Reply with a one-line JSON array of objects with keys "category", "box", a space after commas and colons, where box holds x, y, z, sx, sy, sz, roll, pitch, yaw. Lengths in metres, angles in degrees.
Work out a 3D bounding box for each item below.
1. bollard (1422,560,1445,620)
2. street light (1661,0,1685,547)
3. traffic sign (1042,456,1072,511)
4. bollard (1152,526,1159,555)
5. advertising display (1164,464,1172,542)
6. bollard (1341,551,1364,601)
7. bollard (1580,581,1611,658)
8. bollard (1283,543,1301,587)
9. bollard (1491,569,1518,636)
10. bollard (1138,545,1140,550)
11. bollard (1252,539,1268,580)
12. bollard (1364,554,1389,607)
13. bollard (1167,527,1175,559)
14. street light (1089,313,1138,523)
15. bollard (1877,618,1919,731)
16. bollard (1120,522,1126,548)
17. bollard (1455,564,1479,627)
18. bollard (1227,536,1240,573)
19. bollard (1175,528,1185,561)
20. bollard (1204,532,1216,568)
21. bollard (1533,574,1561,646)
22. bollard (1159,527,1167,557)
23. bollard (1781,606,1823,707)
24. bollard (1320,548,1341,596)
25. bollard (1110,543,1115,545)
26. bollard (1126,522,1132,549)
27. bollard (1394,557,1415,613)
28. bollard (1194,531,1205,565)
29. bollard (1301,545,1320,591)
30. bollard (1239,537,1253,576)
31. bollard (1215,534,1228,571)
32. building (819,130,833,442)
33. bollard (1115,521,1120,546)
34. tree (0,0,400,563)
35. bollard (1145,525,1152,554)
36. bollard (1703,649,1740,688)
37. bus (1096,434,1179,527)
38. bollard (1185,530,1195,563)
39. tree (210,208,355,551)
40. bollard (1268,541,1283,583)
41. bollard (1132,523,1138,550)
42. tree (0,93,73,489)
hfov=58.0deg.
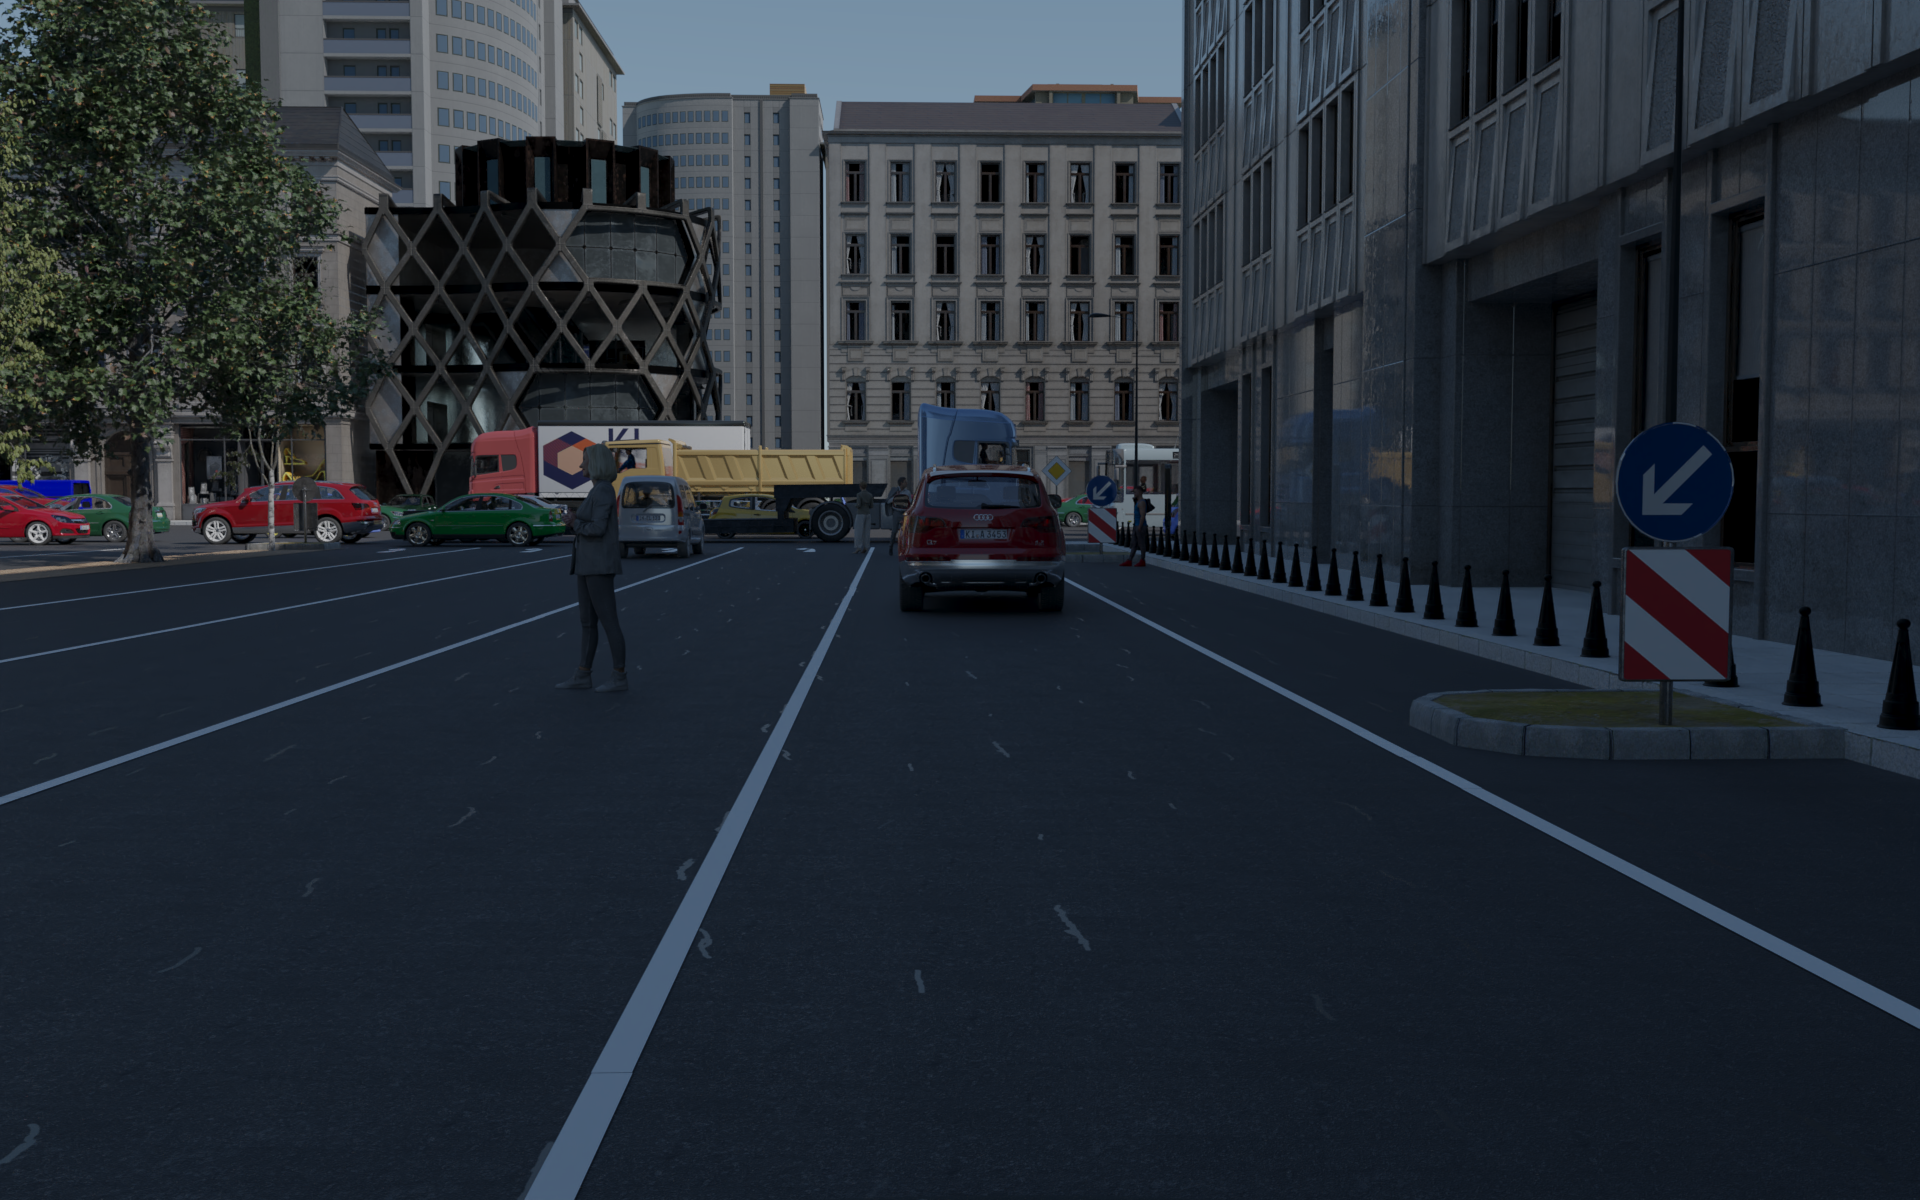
[{"category": "bollard", "box": [4.866, -0.106, 17.767, 0.229, 0.601, 0.229, 0, 3, 0]}, {"category": "street light", "box": [5.053, -2.508, 13.543, 1.470, 5.913, 1.316, 0, 4, -2]}, {"category": "traffic sign", "box": [2.529, -2.556, 45.435, 0.795, 2.450, 0.064, 0, 4, -2]}, {"category": "bollard", "box": [4.220, -1.242, 36.355, 0.229, 0.601, 0.229, 0, 3, 0]}, {"category": "advertising display", "box": [4.515, -1.980, 37.583, 0.123, 1.923, 0.974, 1, 4, 8]}, {"category": "bollard", "box": [4.759, -0.294, 20.847, 0.229, 0.601, 0.229, 0, 3, 0]}, {"category": "bollard", "box": [5.009, 0.147, 13.640, 0.229, 0.601, 0.229, 0, 3, 0]}, {"category": "bollard", "box": [4.651, -0.485, 23.965, 0.229, 0.601, 0.229, 0, 3, 0]}, {"category": "bollard", "box": [4.939, 0.021, 15.692, 0.229, 0.601, 0.229, 0, 3, 0]}, {"category": "bollard", "box": [4.144, -1.369, 38.422, 0.229, 0.601, 0.229, 0, 3, 0]}, {"category": "bollard", "box": [4.573, -0.611, 26.027, 0.229, 0.601, 0.229, 0, 3, 0]}, {"category": "bollard", "box": [4.797, -0.231, 19.819, 0.229, 0.601, 0.229, 0, 3, 0]}, {"category": "bollard", "box": [4.290, -1.116, 34.296, 0.229, 0.601, 0.229, 0, 3, 0]}, {"category": "street light", "box": [4.000, -4.406, 44.573, 1.470, 5.913, 1.316, 0, 4, -2]}, {"category": "bollard", "box": [5.158, 0.401, 9.484, 0.229, 0.601, 0.229, 0, 3, 0]}, {"category": "bollard", "box": [4.037, -1.558, 41.521, 0.229, 0.601, 0.229, 0, 3, 0]}, {"category": "bollard", "box": [4.902, -0.043, 16.740, 0.229, 0.601, 0.229, 0, 3, 0]}, {"category": "bollard", "box": [4.506, -0.737, 28.087, 0.229, 0.601, 0.229, 0, 3, 0]}, {"category": "bollard", "box": [4.320, -1.054, 33.269, 0.229, 0.601, 0.229, 0, 3, 0]}, {"category": "bollard", "box": [4.434, -0.863, 30.154, 0.229, 0.601, 0.229, 0, 3, 0]}, {"category": "bollard", "box": [4.975, 0.084, 14.666, 0.229, 0.601, 0.229, 0, 3, 0]}, {"category": "bollard", "box": [4.250, -1.180, 35.329, 0.229, 0.601, 0.229, 0, 3, 0]}, {"category": "bollard", "box": [5.120, 0.338, 10.510, 0.229, 0.601, 0.229, 0, 3, 0]}, {"category": "bollard", "box": [4.725, -0.358, 21.900, 0.229, 0.601, 0.229, 0, 3, 0]}, {"category": "bollard", "box": [3.963, -1.684, 43.577, 0.229, 0.601, 0.229, 0, 3, 0]}, {"category": "bollard", "box": [4.070, -1.496, 40.494, 0.229, 0.601, 0.229, 0, 3, 0]}, {"category": "bollard", "box": [4.829, -0.168, 18.793, 0.229, 0.601, 0.229, 0, 3, 0]}, {"category": "bollard", "box": [4.396, -0.927, 31.190, 0.229, 0.601, 0.229, 0, 3, 0]}, {"category": "bollard", "box": [4.688, -0.421, 22.930, 0.229, 0.601, 0.229, 0, 3, 0]}, {"category": "bollard", "box": [4.543, -0.674, 27.061, 0.229, 0.601, 0.229, 0, 3, 0]}, {"category": "bollard", "box": [4.468, -0.800, 29.128, 0.229, 0.601, 0.229, 0, 3, 0]}, {"category": "building", "box": [-6.197, -40.759, 255.654, 27.495, 52.752, 28.713, 0, 4, -2]}, {"category": "bollard", "box": [3.997, -1.621, 42.551, 0.229, 0.601, 0.229, 0, 3, 0]}, {"category": "tree", "box": [-17.131, -7.127, 35.997, 9.611, 12.733, 9.660, 0, 3, 0]}, {"category": "bollard", "box": [4.182, -1.306, 37.395, 0.229, 0.601, 0.229, 0, 3, 0]}, {"category": "bollard", "box": [5.089, 0.274, 11.562, 0.229, 0.601, 0.229, 0, 3, 0]}, {"category": "bus", "box": [10.767, -3.979, 59.915, 13.247, 3.499, 2.948, 0, 4, -2]}, {"category": "bollard", "box": [4.361, -0.989, 32.218, 0.229, 0.601, 0.229, 0, 3, 0]}, {"category": "tree", "box": [-17.315, -5.546, 43.495, 4.360, 8.622, 3.978, 0, 3, 0]}, {"category": "bollard", "box": [4.617, -0.547, 24.991, 0.229, 0.601, 0.229, 0, 3, 0]}, {"category": "bollard", "box": [4.109, -1.433, 39.464, 0.229, 0.601, 0.229, 0, 3, 0]}, {"category": "tree", "box": [-16.791, -4.651, 28.868, 4.737, 8.622, 4.395, 0, 3, 0]}]
